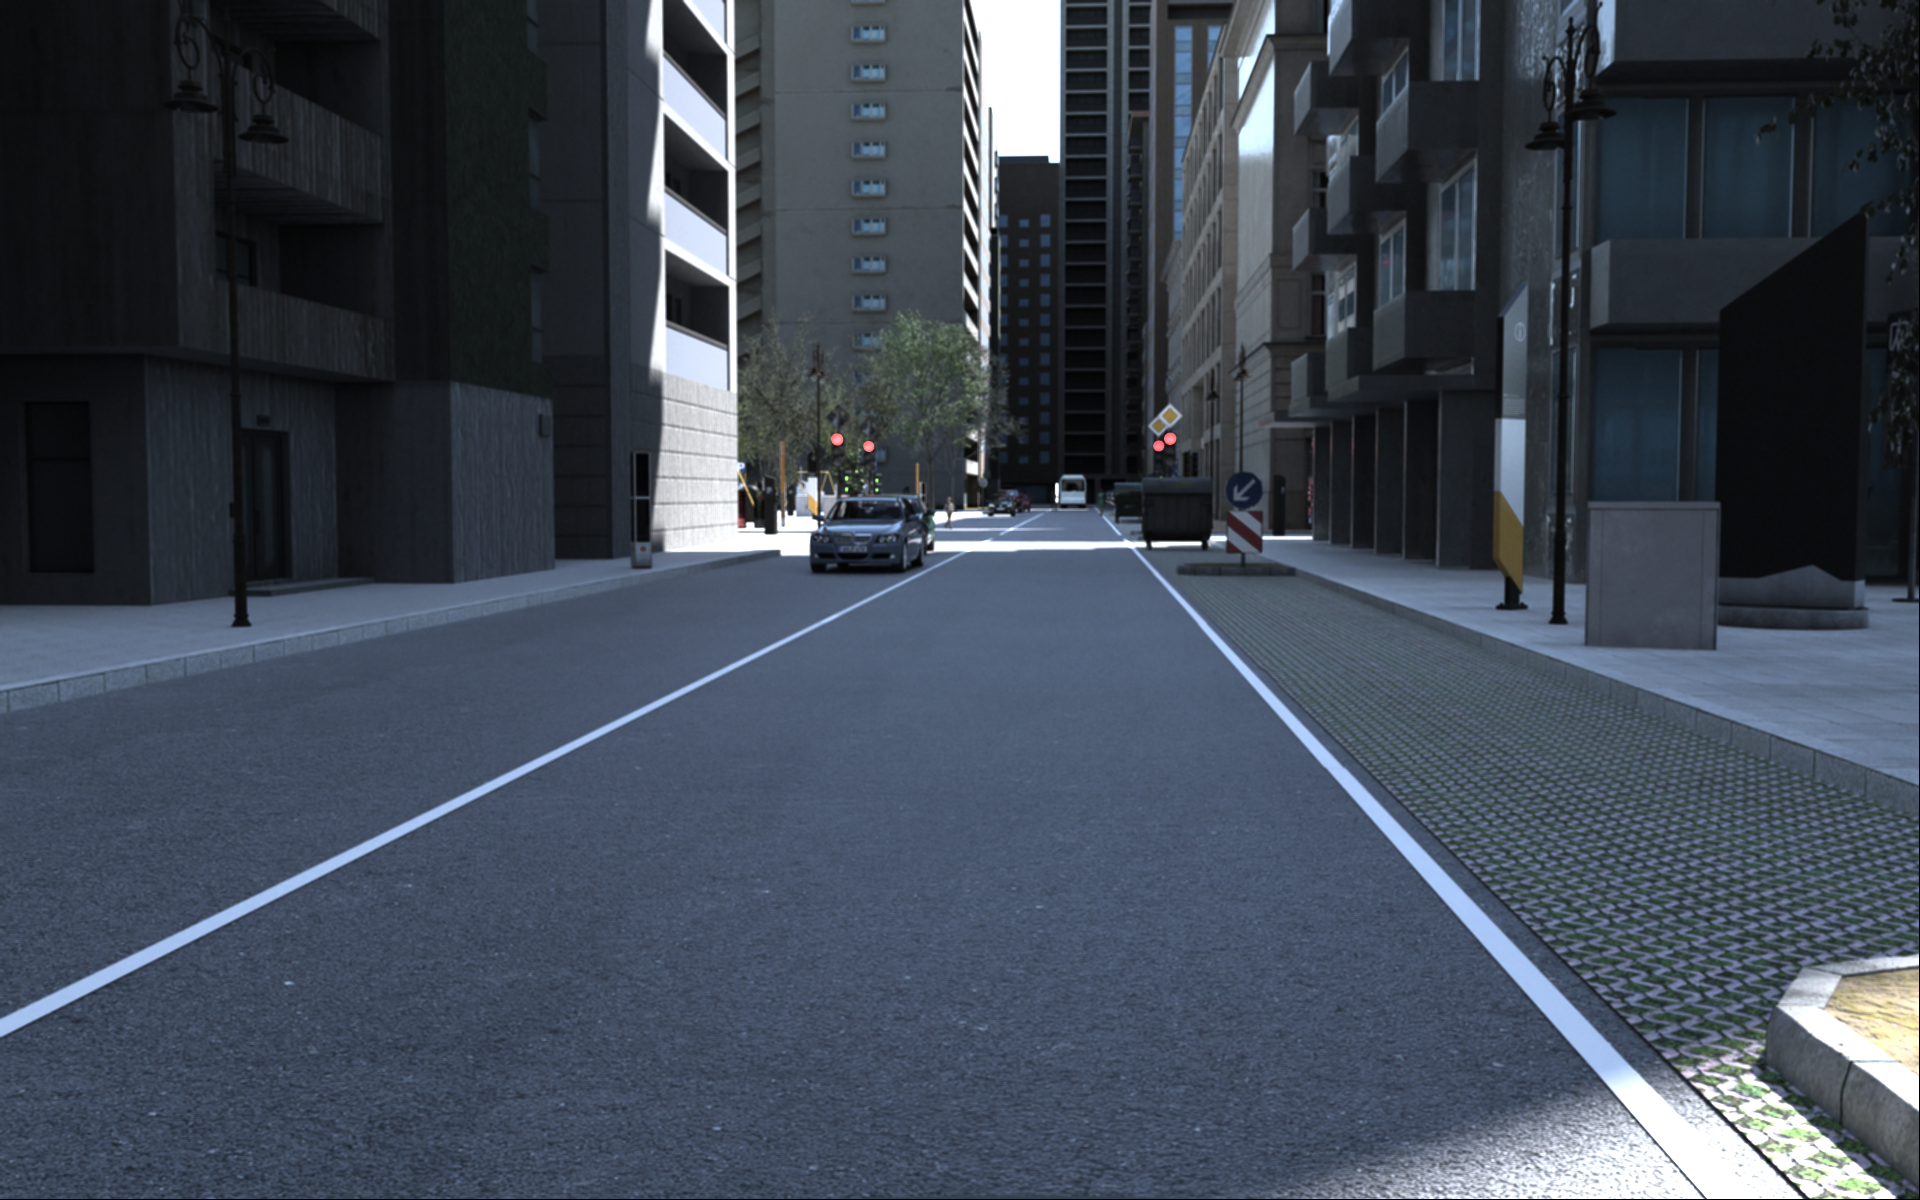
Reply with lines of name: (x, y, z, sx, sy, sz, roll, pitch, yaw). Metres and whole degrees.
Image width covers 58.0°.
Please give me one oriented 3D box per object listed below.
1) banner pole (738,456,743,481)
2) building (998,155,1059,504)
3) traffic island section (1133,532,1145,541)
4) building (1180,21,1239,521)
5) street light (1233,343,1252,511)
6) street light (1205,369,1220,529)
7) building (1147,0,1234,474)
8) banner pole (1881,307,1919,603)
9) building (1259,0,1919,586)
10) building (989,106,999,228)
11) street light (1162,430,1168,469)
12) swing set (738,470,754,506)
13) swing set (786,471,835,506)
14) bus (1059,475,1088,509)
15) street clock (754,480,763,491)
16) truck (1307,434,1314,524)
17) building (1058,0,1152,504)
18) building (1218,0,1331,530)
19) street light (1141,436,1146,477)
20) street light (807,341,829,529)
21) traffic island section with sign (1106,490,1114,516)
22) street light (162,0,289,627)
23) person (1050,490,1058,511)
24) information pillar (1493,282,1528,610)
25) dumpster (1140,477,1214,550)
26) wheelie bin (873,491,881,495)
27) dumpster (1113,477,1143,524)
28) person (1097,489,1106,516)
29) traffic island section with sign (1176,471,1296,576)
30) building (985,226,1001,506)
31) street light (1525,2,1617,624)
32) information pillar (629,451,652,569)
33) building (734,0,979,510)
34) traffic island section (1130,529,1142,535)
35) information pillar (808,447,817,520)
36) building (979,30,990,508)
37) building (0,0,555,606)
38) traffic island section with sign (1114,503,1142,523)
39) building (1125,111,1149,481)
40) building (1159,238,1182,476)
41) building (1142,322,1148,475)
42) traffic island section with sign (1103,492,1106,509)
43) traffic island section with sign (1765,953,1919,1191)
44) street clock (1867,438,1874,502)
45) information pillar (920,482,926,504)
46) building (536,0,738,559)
banner pole: (-14.556, -7.640, 114.923, 0.401, 3.779, 0.863, 1, 4, 22)
building: (5.955, -35.360, 228.251, 14.200, 45.320, 14.600, 0, 4, 4)
traffic island section: (6.494, -1.917, 53.630, 2.009, 0.180, 2.903, 0, 4, 4)
building: (23.086, -17.917, 97.451, 19.350, 26.468, 34.151, 0, 4, 4)
street light: (8.611, -4.906, 53.002, 0.468, 5.910, 1.993, 0, 4, 4)
street light: (9.328, -5.589, 64.160, 0.468, 5.910, 1.993, 0, 4, 4)
building: (23.027, -30.302, 145.545, 14.600, 45.320, 14.200, 0, 4, 4)
banner pole: (11.314, -1.880, 20.756, 0.401, 3.779, 0.863, 0, 4, -5)
building: (19.159, -25.424, 35.299, 23.786, 49.044, 30.456, 0, 4, 4)
building: (-6.545, -35.365, 201.914, 21.600, 48.544, 21.300, 0, 4, 4)
street light: (11.802, -7.784, 100.057, 0.468, 5.910, 1.993, 0, 4, 4)
swing set: (-10.457, -4.768, 75.577, 2.862, 2.851, 3.119, 1, 4, 11)
swing set: (-10.399, -7.521, 120.582, 3.119, 2.851, 2.862, 2, 4, 34)
bus: (11.376, -10.934, 173.625, 2.948, 3.499, 13.247, 0, 4, 4)
street clock: (-10.442, -5.229, 90.063, 0.471, 2.002, 0.358, 2, 4, 35)
truck: (16.625, -4.182, 57.288, 11.283, 4.237, 2.839, 0, 4, 6)
building: (23.503, -48.355, 228.862, 20.611, 71.187, 20.563, 0, 4, 4)
building: (25.803, -14.343, 67.797, 30.059, 22.955, 16.112, 0, 4, 4)
street light: (14.360, -9.979, 135.948, 0.468, 5.910, 1.993, 0, 4, 4)
street light: (-4.282, -4.875, 52.499, 0.468, 5.910, 1.993, 0, 4, 4)
traffic island section with sign: (10.741, -6.406, 113.366, 1.989, 1.847, 2.006, 0, 4, 4)
street light: (-6.968, -2.681, 16.617, 0.468, 5.910, 1.993, 0, 4, 4)
person: (7.958, -8.363, 145.685, 0.683, 1.767, 0.568, -3, 5, -39)
information pillar: (6.087, -1.699, 19.138, 0.504, 3.616, 0.183, -3, 5, -40)
dumpster: (5.536, -2.209, 44.330, 1.865, 1.857, 1.264, 0, 4, 5)
wheelie bin: (-6.001, -7.101, 124.015, 0.693, 1.594, 0.980, 0, 4, -7)
dumpster: (8.412, -4.830, 83.922, 1.985, 2.255, 1.502, 0, 4, 3)
person: (9.264, -6.403, 113.442, 0.600, 1.795, 0.529, 1, 4, 13)
traffic island section with sign: (4.899, -1.366, 30.968, 1.989, 1.847, 2.006, 0, 4, 4)
building: (-3.122, -25.018, 180.741, 14.160, 30.474, 14.107, 0, 4, 4)
street light: (5.917, -2.701, 16.950, 0.468, 5.910, 1.993, 0, 4, 4)
information pillar: (-5.502, -1.551, 29.848, 0.304, 2.012, 0.304, -2, 4, -24)
building: (-9.622, -32.076, 148.144, 21.300, 48.544, 21.600, 0, 4, 4)
traffic island section: (7.059, -2.405, 61.595, 2.009, 0.180, 2.903, 0, 4, 4)
information pillar: (-7.302, -5.783, 85.899, 0.504, 3.616, 0.183, 1, 4, 22)
building: (-4.502, -31.551, 165.977, 14.600, 45.320, 14.200, 0, 4, 4)
building: (-14.394, -15.325, 22.269, 14.160, 30.474, 14.107, 0, 4, 4)
traffic island section with sign: (8.836, -4.761, 86.478, 1.989, 1.847, 2.006, 0, 4, 4)
building: (29.936, -33.083, 195.538, 22.147, 44.769, 28.867, 0, 4, 4)
building: (20.659, -17.691, 125.409, 11.583, 22.565, 21.152, 0, 4, 4)
building: (31.968, -19.704, 167.203, 27.650, 21.520, 28.899, 0, 4, 4)
traffic island section with sign: (16.235, -11.154, 190.995, 1.989, 1.847, 2.006, 0, 4, 4)
traffic island section with sign: (2.978, 0.296, 3.791, 1.989, 1.847, 2.006, 0, 4, 4)
street clock: (9.832, -0.885, 19.034, 0.358, 2.002, 0.471, 2, 4, 23)
information pillar: (-2.314, -6.316, 107.758, 0.304, 2.012, 0.304, -1, 4, -21)
building: (-20.308, -30.570, 41.815, 28.212, 58.520, 21.231, 0, 4, 4)
